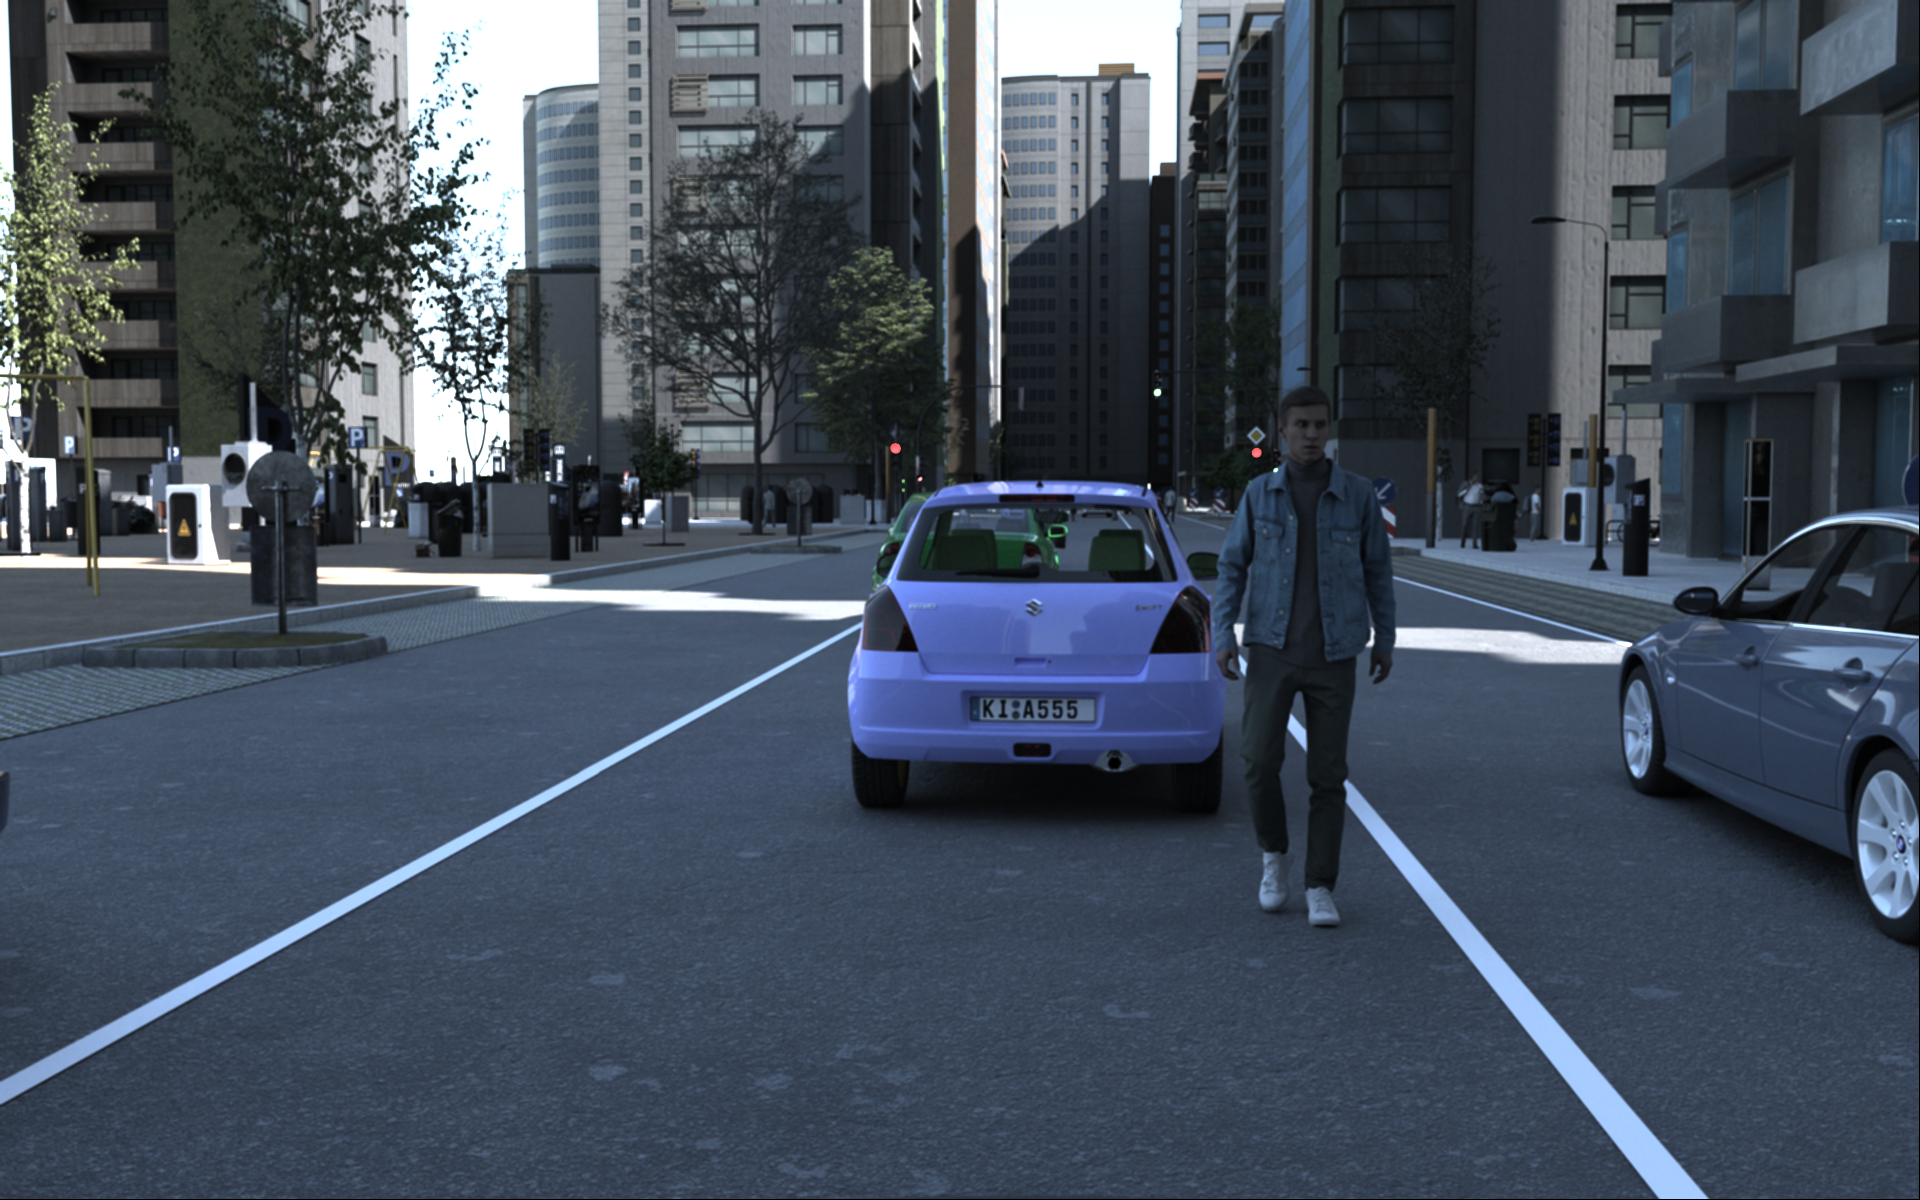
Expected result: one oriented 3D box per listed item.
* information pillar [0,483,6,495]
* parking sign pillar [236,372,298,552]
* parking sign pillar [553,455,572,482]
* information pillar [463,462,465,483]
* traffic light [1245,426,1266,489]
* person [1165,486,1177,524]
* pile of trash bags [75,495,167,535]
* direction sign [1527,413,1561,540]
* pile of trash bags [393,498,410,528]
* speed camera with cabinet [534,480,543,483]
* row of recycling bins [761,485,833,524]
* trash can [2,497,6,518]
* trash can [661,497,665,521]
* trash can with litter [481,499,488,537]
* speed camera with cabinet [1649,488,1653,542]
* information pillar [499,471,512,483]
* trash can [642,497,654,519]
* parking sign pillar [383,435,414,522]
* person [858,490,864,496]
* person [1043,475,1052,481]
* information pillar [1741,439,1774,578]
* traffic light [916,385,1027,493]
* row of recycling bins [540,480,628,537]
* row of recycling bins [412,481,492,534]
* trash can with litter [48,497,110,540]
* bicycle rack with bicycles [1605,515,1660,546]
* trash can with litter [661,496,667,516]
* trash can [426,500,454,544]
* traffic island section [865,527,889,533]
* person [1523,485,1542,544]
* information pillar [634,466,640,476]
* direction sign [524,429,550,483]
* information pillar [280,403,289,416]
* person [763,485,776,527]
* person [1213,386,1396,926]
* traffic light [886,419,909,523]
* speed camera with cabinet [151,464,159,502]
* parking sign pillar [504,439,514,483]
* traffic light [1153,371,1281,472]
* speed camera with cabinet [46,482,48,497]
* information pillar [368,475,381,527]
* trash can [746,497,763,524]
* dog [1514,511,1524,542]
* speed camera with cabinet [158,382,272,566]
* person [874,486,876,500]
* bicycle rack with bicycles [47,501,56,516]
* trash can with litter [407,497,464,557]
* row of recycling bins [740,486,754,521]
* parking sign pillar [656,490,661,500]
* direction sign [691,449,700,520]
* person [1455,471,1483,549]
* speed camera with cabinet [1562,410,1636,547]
[{"bbox_3d":[-63.648,-6.770,115.187,0.304,2.012,0.304,1,4,18],"label":"information pillar"},{"bbox_3d":[-15.537,-3.086,38.928,1.447,3.967,1.447,1,4,21],"label":"parking sign pillar"},{"bbox_3d":[-25.632,-7.504,111.156,1.447,3.967,1.447,3,4,36],"label":"parking sign pillar"},{"bbox_3d":[-36.618,-8.354,127.942,0.183,3.616,0.504,0,4,-4],"label":"information pillar"},{"bbox_3d":[12.216,-5.058,71.620,0.839,4.253,0.868,0,4,5],"label":"traffic light"},{"bbox_3d":[10.022,-4.548,82.702,0.795,1.843,0.661,-3,5,-40],"label":"person"},{"bbox_3d":[-26.621,-2.814,55.756,1.912,1.369,3.447,1,4,22],"label":"pile of trash bags"},{"bbox_3d":[16.424,-3.472,48.767,0.876,3.537,0.379,2,4,25],"label":"direction sign"},{"bbox_3d":[-20.089,-3.472,66.524,3.447,1.369,1.912,0,4,1],"label":"pile of trash bags"},{"bbox_3d":[-28.860,-7.444,116.044,2.038,3.252,0.660,-1,4,-16],"label":"speed camera with cabinet"},{"bbox_3d":[-7.017,-4.207,75.900,3.534,1.692,1.069,-3,5,-42],"label":"row of recycling bins"},{"bbox_3d":[-52.190,-5.091,94.896,0.748,1.137,0.748,0,3,0],"label":"trash can"},{"bbox_3d":[-13.200,-4.087,78.478,0.748,1.137,0.748,0,3,0],"label":"trash can"},{"bbox_3d":[-14.149,-2.508,52.389,0.624,1.170,1.055,0,4,-6],"label":"trash can with litter"},{"bbox_3d":[17.664,-3.215,46.909,2.038,3.252,0.660,2,4,27],"label":"speed camera with cabinet"},{"bbox_3d":[-14.398,-3.087,54.969,0.304,2.012,0.304,0,4,7],"label":"information pillar"},{"bbox_3d":[-16.137,-4.755,89.392,0.748,1.137,0.748,0,3,0],"label":"trash can"},{"bbox_3d":[-25.536,-5.526,78.815,1.447,3.967,1.447,-1,4,-10],"label":"parking sign pillar"},{"bbox_3d":[-5.123,-4.881,88.445,0.503,1.515,0.523,2,4,34],"label":"person"},{"bbox_3d":[1.774,-1.567,34.218,0.694,1.812,0.767,3,4,39],"label":"person"},{"bbox_3d":[10.625,-1.137,23.076,0.304,2.012,0.304,1,4,14],"label":"information pillar"},{"bbox_3d":[0.393,-5.990,72.607,4.771,5.953,1.251,0,4,5],"label":"traffic light"},{"bbox_3d":[-11.771,-2.821,53.239,3.534,1.692,1.069,2,4,34],"label":"row of recycling bins"},{"bbox_3d":[-16.362,-3.025,56.574,1.069,1.692,3.534,2,4,29],"label":"row of recycling bins"},{"bbox_3d":[-25.245,-2.293,48.552,2.233,1.210,1.678,0,4,4],"label":"trash can with litter"},{"bbox_3d":[17.522,-1.812,43.013,2.925,0.926,2.852,0,4,-3],"label":"bicycle rack with bicycles"},{"bbox_3d":[-14.193,-4.377,82.954,0.624,1.170,1.055,-2,4,-32],"label":"trash can with litter"},{"bbox_3d":[-13.439,-2.028,44.816,0.748,1.137,0.748,0,3,0],"label":"trash can"},{"bbox_3d":[-2.392,-2.608,64.922,2.009,0.180,2.903,0,4,5],"label":"traffic island section"},{"bbox_3d":[14.691,-2.181,44.298,0.523,1.515,0.503,-2,4,-35],"label":"person"},{"bbox_3d":[-25.411,-8.869,136.366,0.504,3.616,0.183,-2,4,-32],"label":"information pillar"},{"bbox_3d":[-14.713,-4.175,60.257,0.876,3.537,0.379,0,4,-2],"label":"direction sign"},{"bbox_3d":[-17.245,-3.222,44.035,0.504,3.616,0.183,1,4,14],"label":"information pillar"},{"bbox_3d":[-7.465,-3.611,67.810,0.678,1.792,0.850,2,4,28],"label":"person"},{"bbox_3d":[1.160,0.184,5.836,0.601,1.785,0.444,1,4,13],"label":"person"},{"bbox_3d":[-2.353,-4.640,64.784,0.839,4.253,0.868,0,4,5],"label":"traffic light"},{"bbox_3d":[-23.026,-3.487,51.348,0.660,3.252,2.038,1,4,14],"label":"speed camera with cabinet"},{"bbox_3d":[-22.273,-5.935,85.508,1.447,3.967,1.447,-1,4,-13],"label":"parking sign pillar"},{"bbox_3d":[9.471,-5.445,63.691,4.771,5.953,1.251,0,4,5],"label":"traffic light"},{"bbox_3d":[-65.452,-7.825,122.276,2.038,3.252,0.660,1,4,13],"label":"speed camera with cabinet"},{"bbox_3d":[-22.806,-3.853,67.489,0.304,2.012,0.304,2,4,30],"label":"information pillar"},{"bbox_3d":[-8.722,-3.798,73.749,0.748,1.137,0.748,0,3,0],"label":"trash can"},{"bbox_3d":[14.902,-1.995,47.002,0.513,0.831,0.800,0,4,-3],"label":"dog"},{"bbox_3d":[-13.233,-2.236,30.892,2.038,3.252,0.660,2,4,24],"label":"speed camera with cabinet"},{"bbox_3d":[-4.029,-4.712,83.183,0.767,1.812,0.694,-1,4,-17],"label":"person"},{"bbox_3d":[-47.527,-4.812,92.060,2.852,0.926,2.925,0,4,-2],"label":"bicycle rack with bicycles"},{"bbox_3d":[-10.652,-1.462,35.295,1.055,1.170,0.624,-1,4,-17],"label":"trash can with litter"},{"bbox_3d":[-8.893,-4.713,84.165,3.534,1.692,1.069,-1,4,-13],"label":"row of recycling bins"},{"bbox_3d":[-18.392,-7.218,106.490,1.447,3.967,1.447,-2,4,-25],"label":"parking sign pillar"},{"bbox_3d":[-13.264,-5.808,86.962,0.379,3.537,0.876,1,4,20],"label":"direction sign"},{"bbox_3d":[12.037,-2.126,40.911,0.679,1.850,0.850,0,4,-1],"label":"person"},{"bbox_3d":[15.350,-2.894,41.659,0.660,3.252,2.038,-1,4,-16],"label":"speed camera with cabinet"}]
